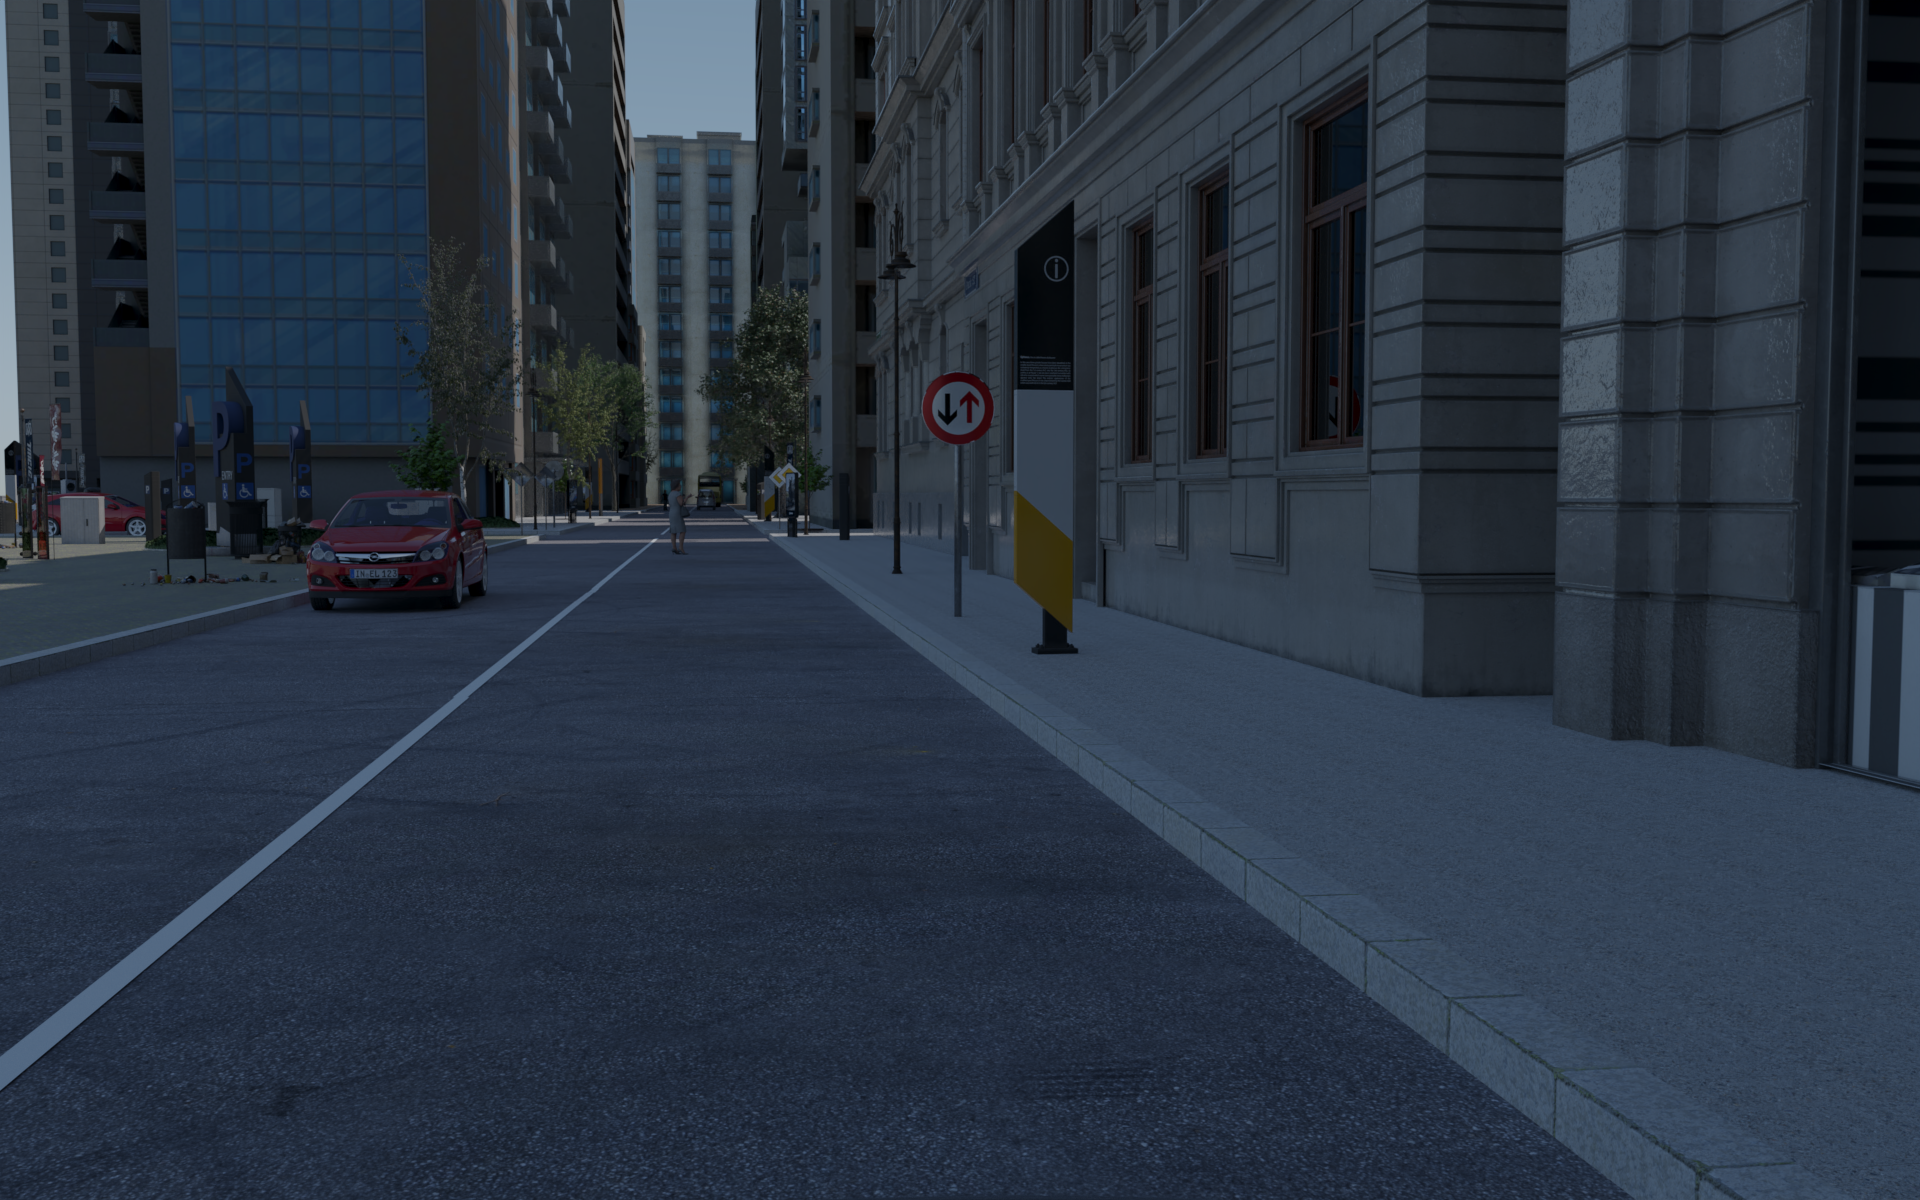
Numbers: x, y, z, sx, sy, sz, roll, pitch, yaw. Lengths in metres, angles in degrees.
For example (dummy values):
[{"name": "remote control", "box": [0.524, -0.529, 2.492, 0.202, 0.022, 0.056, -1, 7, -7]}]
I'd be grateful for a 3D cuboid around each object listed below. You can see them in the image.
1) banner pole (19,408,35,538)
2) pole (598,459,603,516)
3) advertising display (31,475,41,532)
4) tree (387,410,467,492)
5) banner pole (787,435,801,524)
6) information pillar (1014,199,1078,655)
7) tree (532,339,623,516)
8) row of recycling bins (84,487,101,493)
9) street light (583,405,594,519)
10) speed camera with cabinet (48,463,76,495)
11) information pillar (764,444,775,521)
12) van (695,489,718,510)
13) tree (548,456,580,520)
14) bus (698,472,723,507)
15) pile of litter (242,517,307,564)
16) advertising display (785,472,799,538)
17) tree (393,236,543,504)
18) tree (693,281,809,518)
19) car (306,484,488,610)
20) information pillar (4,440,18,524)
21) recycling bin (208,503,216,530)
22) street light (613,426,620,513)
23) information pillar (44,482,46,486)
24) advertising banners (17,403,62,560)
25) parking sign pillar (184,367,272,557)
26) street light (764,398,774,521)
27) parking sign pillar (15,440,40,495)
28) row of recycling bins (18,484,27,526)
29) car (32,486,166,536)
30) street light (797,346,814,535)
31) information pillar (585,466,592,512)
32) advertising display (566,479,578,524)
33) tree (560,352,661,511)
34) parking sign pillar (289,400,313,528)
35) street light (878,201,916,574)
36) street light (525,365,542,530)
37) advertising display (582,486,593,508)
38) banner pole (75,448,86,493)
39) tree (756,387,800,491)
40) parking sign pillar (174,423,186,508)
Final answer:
[{"name": "banner pole", "box": [-27.216, -3.703, 50.557, 0.863, 3.779, 0.401, 3, 4, 39]}, {"name": "pole", "box": [-20.693, -6.474, 99.692, 0.158, 3.312, 0.155, 0, 3, 0]}, {"name": "advertising display", "box": [-31.540, -3.299, 59.150, 0.123, 1.923, 0.974, -3, 4, -38]}, {"name": "tree", "box": [-12.183, -2.780, 40.051, 1.663, 3.219, 1.824, 0, 3, 0]}, {"name": "banner pole", "box": [-7.170, -5.143, 74.097, 0.401, 3.779, 0.863, -3, 5, -41]}, {"name": "information pillar", "box": [0.684, -1.375, 13.831, 0.504, 3.616, 0.183, -1, 4, -13]}, {"name": "tree", "box": [-18.463, -8.115, 83.048, 4.737, 8.622, 4.395, 0, 3, 0]}, {"name": "row of recycling bins", "box": [-54.474, -6.228, 108.943, 1.069, 1.692, 3.534, -1, 4, -19]}, {"name": "street light", "box": [-19.289, -7.179, 90.158, 0.468, 5.910, 1.993, -1, 4, -8]}, {"name": "speed camera with cabinet", "box": [-56.736, -7.008, 108.918, 0.660, 3.252, 2.038, 2, 4, 32]}, {"name": "information pillar", "box": [-8.960, -5.499, 81.262, 0.504, 3.616, 0.183, -1, 4, -14]}, {"name": "van", "box": [-22.757, -9.072, 155.337, 2.013, 2.044, 4.112, 0, 4, -7]}, {"name": "tree", "box": [-19.880, -5.663, 87.188, 1.663, 3.219, 1.824, 0, 3, 0]}, {"name": "bus", "box": [-27.866, -12.324, 193.045, 2.896, 3.916, 12.252, 0, 4, -8]}, {"name": "pile of litter", "box": [-12.615, -1.111, 32.135, 1.176, 0.858, 1.719, -3, 5, -42]}, {"name": "advertising display", "box": [-4.979, -2.824, 51.378, 0.123, 1.923, 0.974, -1, 4, -22]}, {"name": "tree", "box": [-14.184, -6.066, 49.534, 4.360, 8.622, 3.978, 0, 3, 0]}, {"name": "tree", "box": [-9.529, -10.785, 93.338, 9.611, 12.733, 9.660, 0, 3, 0]}, {"name": "car", "box": [-7.337, -0.843, 22.822, 2.155, 1.783, 4.494, -1, 4, -9]}, {"name": "information pillar", "box": [-41.304, -5.139, 75.383, 0.504, 3.616, 0.183, 0, 4, 6]}, {"name": "recycling bin", "box": [-21.486, -2.315, 50.408, 0.722, 1.027, 0.722, -2, 4, -23]}, {"name": "street light", "box": [-23.234, -8.840, 117.319, 0.468, 5.910, 1.993, -1, 4, -8]}, {"name": "information pillar", "box": [-53.634, -5.919, 101.268, 0.304, 2.012, 0.304, 0, 4, 1]}, {"name": "advertising banners", "box": [-18.047, -2.313, 33.999, 2.074, 3.025, 0.090, 3, 5, 41]}, {"name": "parking sign pillar", "box": [-15.156, -2.917, 36.168, 1.447, 3.967, 1.447, -3, 5, -40]}, {"name": "street light", "box": [-9.177, -6.782, 83.681, 0.468, 5.910, 1.993, -1, 4, -8]}, {"name": "parking sign pillar", "box": [-46.780, -6.014, 86.794, 1.447, 3.967, 1.447, 0, 4, 7]}, {"name": "row of recycling bins", "box": [-38.202, -3.932, 71.403, 1.069, 1.692, 3.534, -2, 4, -25]}, {"name": "car", "box": [-27.940, -2.907, 56.574, 4.494, 1.783, 2.155, 0, 4, -6]}, {"name": "street light", "box": [-4.827, -4.977, 54.160, 0.468, 5.910, 1.993, -1, 4, -8]}, {"name": "information pillar", "box": [-26.275, -8.019, 122.458, 0.504, 3.616, 0.183, -1, 4, -22]}, {"name": "advertising display", "box": [-16.967, -4.315, 75.770, 0.123, 1.923, 0.974, 1, 4, 8]}, {"name": "tree", "box": [-25.683, -12.360, 127.848, 9.928, 11.665, 9.643, 0, 3, 0]}, {"name": "parking sign pillar", "box": [-18.739, -3.719, 49.276, 1.447, 3.967, 1.447, -2, 4, -26]}, {"name": "street light", "box": [-1.012, -3.358, 27.690, 0.468, 5.910, 1.993, -1, 4, -8]}, {"name": "street light", "box": [-15.306, -5.473, 62.275, 0.468, 5.910, 1.993, -1, 4, -8]}, {"name": "advertising display", "box": [-28.657, -7.837, 133.341, 0.974, 1.923, 0.123, 2, 4, 32]}, {"name": "banner pole", "box": [-47.862, -6.374, 94.230, 0.863, 3.779, 0.401, 1, 4, 22]}, {"name": "tree", "box": [-10.904, -9.290, 102.251, 4.360, 8.622, 3.978, 0, 3, 0]}, {"name": "parking sign pillar", "box": [-20.988, -3.578, 46.971, 1.447, 3.967, 1.447, -2, 4, -27]}]
